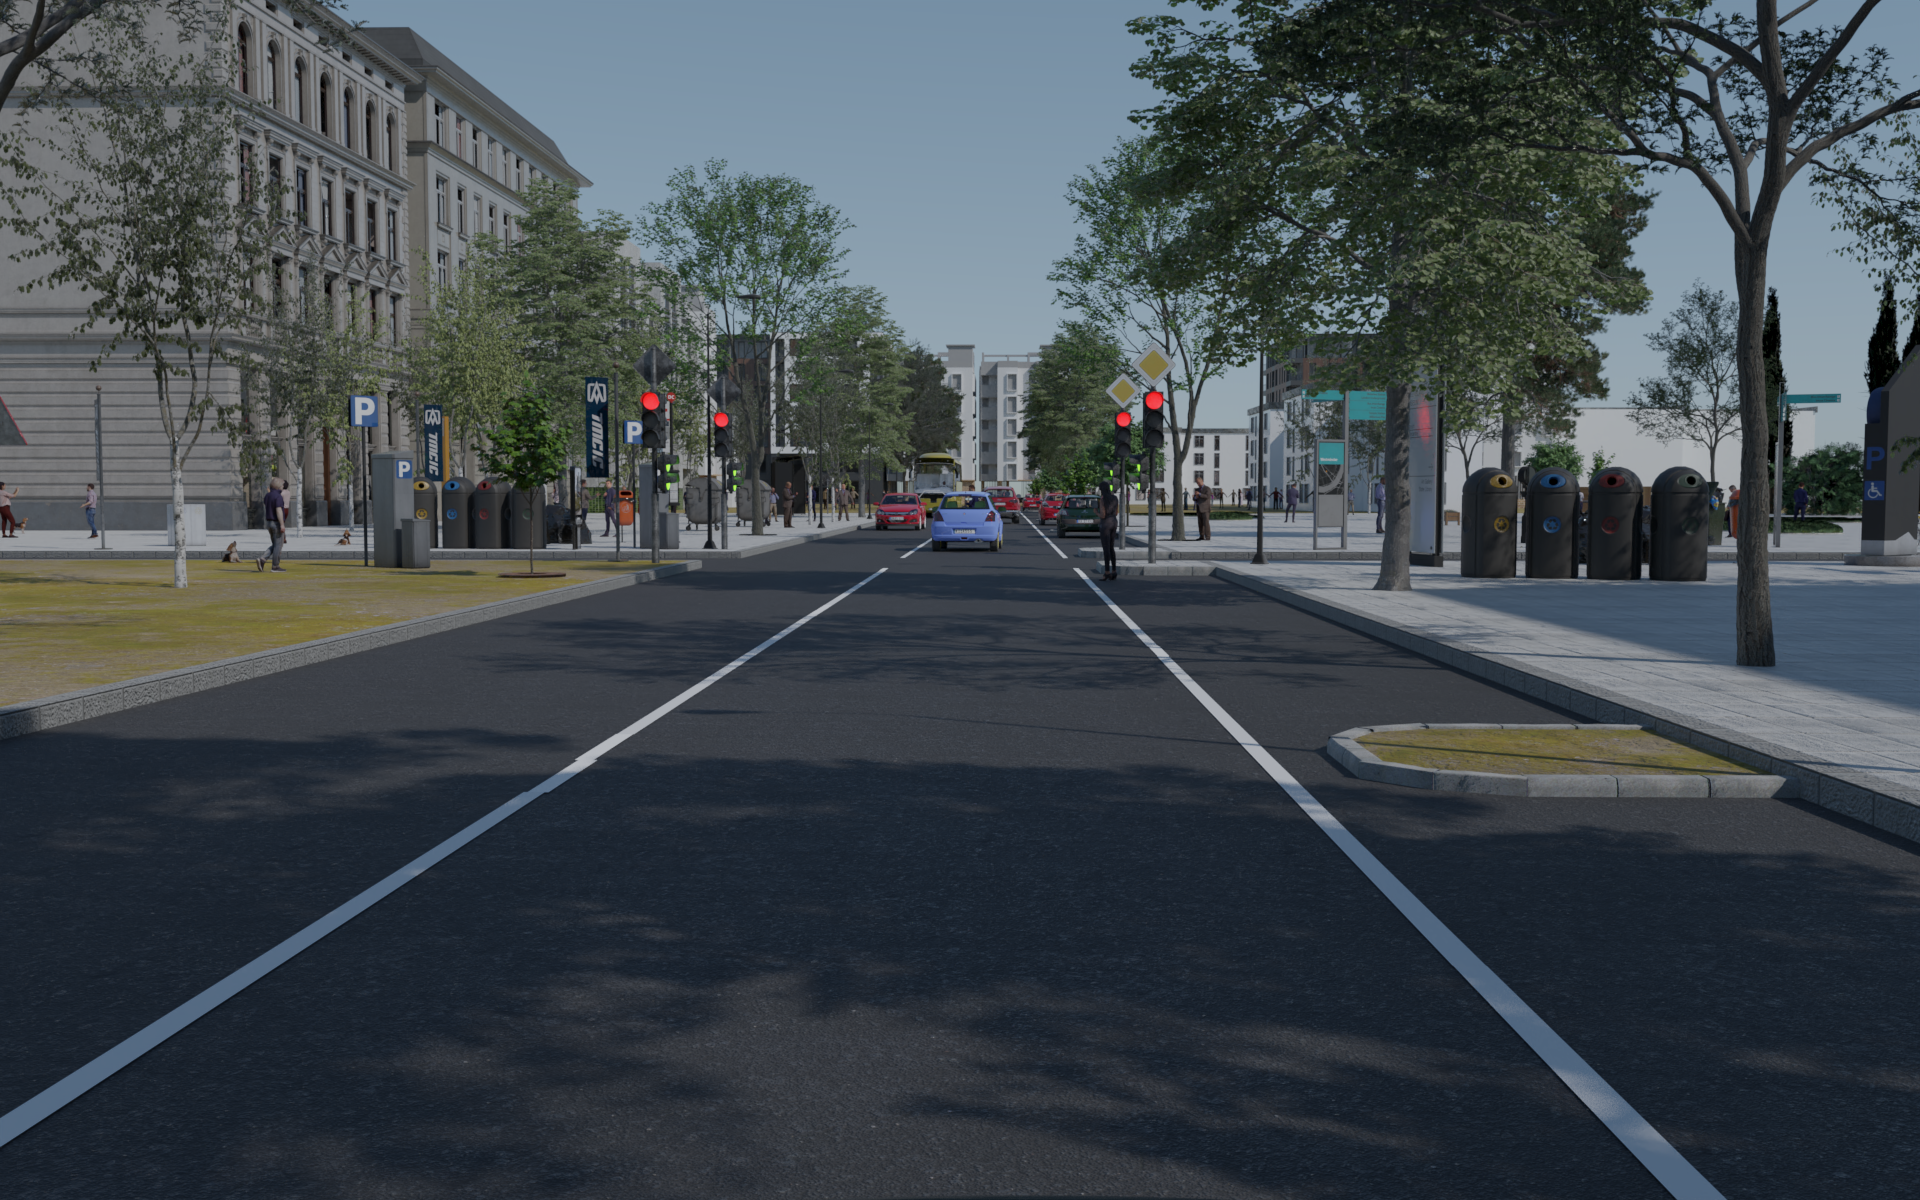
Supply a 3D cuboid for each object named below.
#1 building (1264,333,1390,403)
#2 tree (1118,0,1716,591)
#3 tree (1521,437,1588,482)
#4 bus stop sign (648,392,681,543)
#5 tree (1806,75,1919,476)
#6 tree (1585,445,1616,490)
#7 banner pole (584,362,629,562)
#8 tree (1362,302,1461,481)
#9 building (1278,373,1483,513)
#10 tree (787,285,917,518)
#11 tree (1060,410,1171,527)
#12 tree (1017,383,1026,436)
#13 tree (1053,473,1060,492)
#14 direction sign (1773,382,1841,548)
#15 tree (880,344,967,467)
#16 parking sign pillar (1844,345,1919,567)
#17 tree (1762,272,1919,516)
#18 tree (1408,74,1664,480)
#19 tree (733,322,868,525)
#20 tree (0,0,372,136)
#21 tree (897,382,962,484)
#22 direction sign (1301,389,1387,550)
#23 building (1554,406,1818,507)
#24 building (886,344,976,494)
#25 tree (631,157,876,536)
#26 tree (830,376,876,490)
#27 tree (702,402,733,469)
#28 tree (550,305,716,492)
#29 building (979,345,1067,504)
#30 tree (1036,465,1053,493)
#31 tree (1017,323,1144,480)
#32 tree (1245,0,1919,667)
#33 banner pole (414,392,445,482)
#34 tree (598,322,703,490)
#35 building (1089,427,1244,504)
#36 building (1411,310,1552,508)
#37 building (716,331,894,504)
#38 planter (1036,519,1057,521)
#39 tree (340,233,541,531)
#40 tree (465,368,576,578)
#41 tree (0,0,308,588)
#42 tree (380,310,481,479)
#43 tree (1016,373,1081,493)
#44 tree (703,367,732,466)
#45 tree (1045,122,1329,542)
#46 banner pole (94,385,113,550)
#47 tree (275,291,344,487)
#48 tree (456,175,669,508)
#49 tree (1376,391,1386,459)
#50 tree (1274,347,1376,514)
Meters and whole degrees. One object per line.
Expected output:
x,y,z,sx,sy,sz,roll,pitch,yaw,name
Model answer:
58.549,-23.644,230.551,32.646,21.610,27.936,0,4,1,building
5.855,-6.423,23.147,7.486,12.596,7.792,0,3,0,tree
31.535,-6.621,91.961,4.285,4.588,4.351,0,3,0,tree
-7.762,-3.468,45.406,0.855,3.939,0.416,-2,4,-31,bus stop sign
13.276,-4.370,21.809,4.360,8.622,3.978,0,3,0,tree
25.158,-4.499,68.164,1.663,3.219,1.824,0,3,0,tree
-6.695,-2.612,32.724,0.863,3.779,0.401,-2,4,-35,banner pole
16.591,-6.922,63.536,4.737,8.622,4.395,0,3,0,tree
30.976,-11.492,130.035,9.099,9.664,28.070,0,4,1,building
-5.727,-10.780,94.379,7.486,12.596,7.792,0,3,0,tree
6.580,-5.167,68.195,4.285,4.588,4.351,0,3,0,tree
7.462,-11.992,114.198,7.486,12.596,7.792,0,3,0,tree
8.041,-7.035,98.741,4.285,4.588,4.351,0,3,0,tree
20.153,-3.211,41.262,1.411,3.948,2.525,1,4,21,direction sign
-3.297,-14.648,146.912,7.806,13.903,7.818,0,3,0,tree
16.743,-2.608,31.106,1.447,3.967,1.447,-3,4,-38,parking sign pillar
56.916,-12.550,107.009,18.604,14.587,13.155,-1,4,-17,tree
16.350,-8.759,50.638,7.806,13.903,7.818,0,3,0,tree
-6.437,-7.435,71.933,4.360,8.622,3.978,0,3,0,tree
-6.895,-6.148,10.886,12.009,13.543,11.850,0,3,0,tree
-3.167,-14.412,157.685,6.751,12.117,7.091,0,3,0,tree
8.628,-3.160,40.430,2.525,3.948,1.411,-2,4,-26,direction sign
67.884,-13.738,166.759,28.070,9.664,9.099,0,4,1,building
-3.658,-22.564,225.341,11.380,20.091,16.016,0,4,1,building
-6.304,-7.803,53.339,9.928,11.665,9.643,0,3,0,tree
-6.953,-9.374,103.620,4.737,8.622,4.395,0,3,0,tree
-13.548,-9.501,105.698,4.360,8.622,3.978,0,3,0,tree
-16.490,-9.285,86.219,8.767,10.594,7.601,-2,4,-27,tree
8.210,-22.574,225.503,11.380,20.091,16.016,0,4,1,building
8.919,-11.204,166.900,4.285,4.588,4.351,0,3,0,tree
9.120,-13.631,129.515,9.857,13.997,8.962,0,3,0,tree
5.628,-4.788,12.701,7.601,10.594,8.767,0,4,1,tree
-13.068,-3.211,42.509,0.863,3.779,0.401,-3,4,-37,banner pole
-13.585,-7.567,74.085,4.737,8.622,4.395,0,3,0,tree
27.845,-17.108,221.862,28.070,9.664,9.099,0,4,1,building
48.080,-18.778,163.444,11.380,20.091,16.016,0,4,1,building
-25.690,-23.729,231.939,32.646,21.610,27.936,0,4,1,building
5.013,-4.317,91.722,1.991,0.319,1.994,0,4,1,planter
-14.290,-6.069,49.595,4.737,8.622,4.395,0,3,0,tree
-6.768,-1.965,26.730,1.663,3.219,1.824,0,3,0,tree
-10.676,-4.459,23.273,4.360,8.622,3.978,0,3,0,tree
-21.334,-7.301,69.727,4.360,8.622,3.978,0,3,0,tree
9.610,-16.538,177.812,7.806,13.903,7.818,0,3,0,tree
-14.994,-9.020,97.841,4.737,8.622,4.395,0,3,0,tree
6.089,-7.421,47.096,9.928,11.665,9.643,0,3,0,tree
-19.963,-3.067,40.167,0.401,3.779,0.863,-2,4,-35,banner pole
-21.474,-6.716,60.167,4.737,8.622,4.395,0,3,0,tree
-14.453,-8.846,62.752,7.486,12.596,7.792,0,3,0,tree
26.428,-9.887,112.022,4.360,8.622,3.978,0,3,0,tree
18.053,-8.361,87.059,4.360,8.622,3.978,0,3,0,tree
